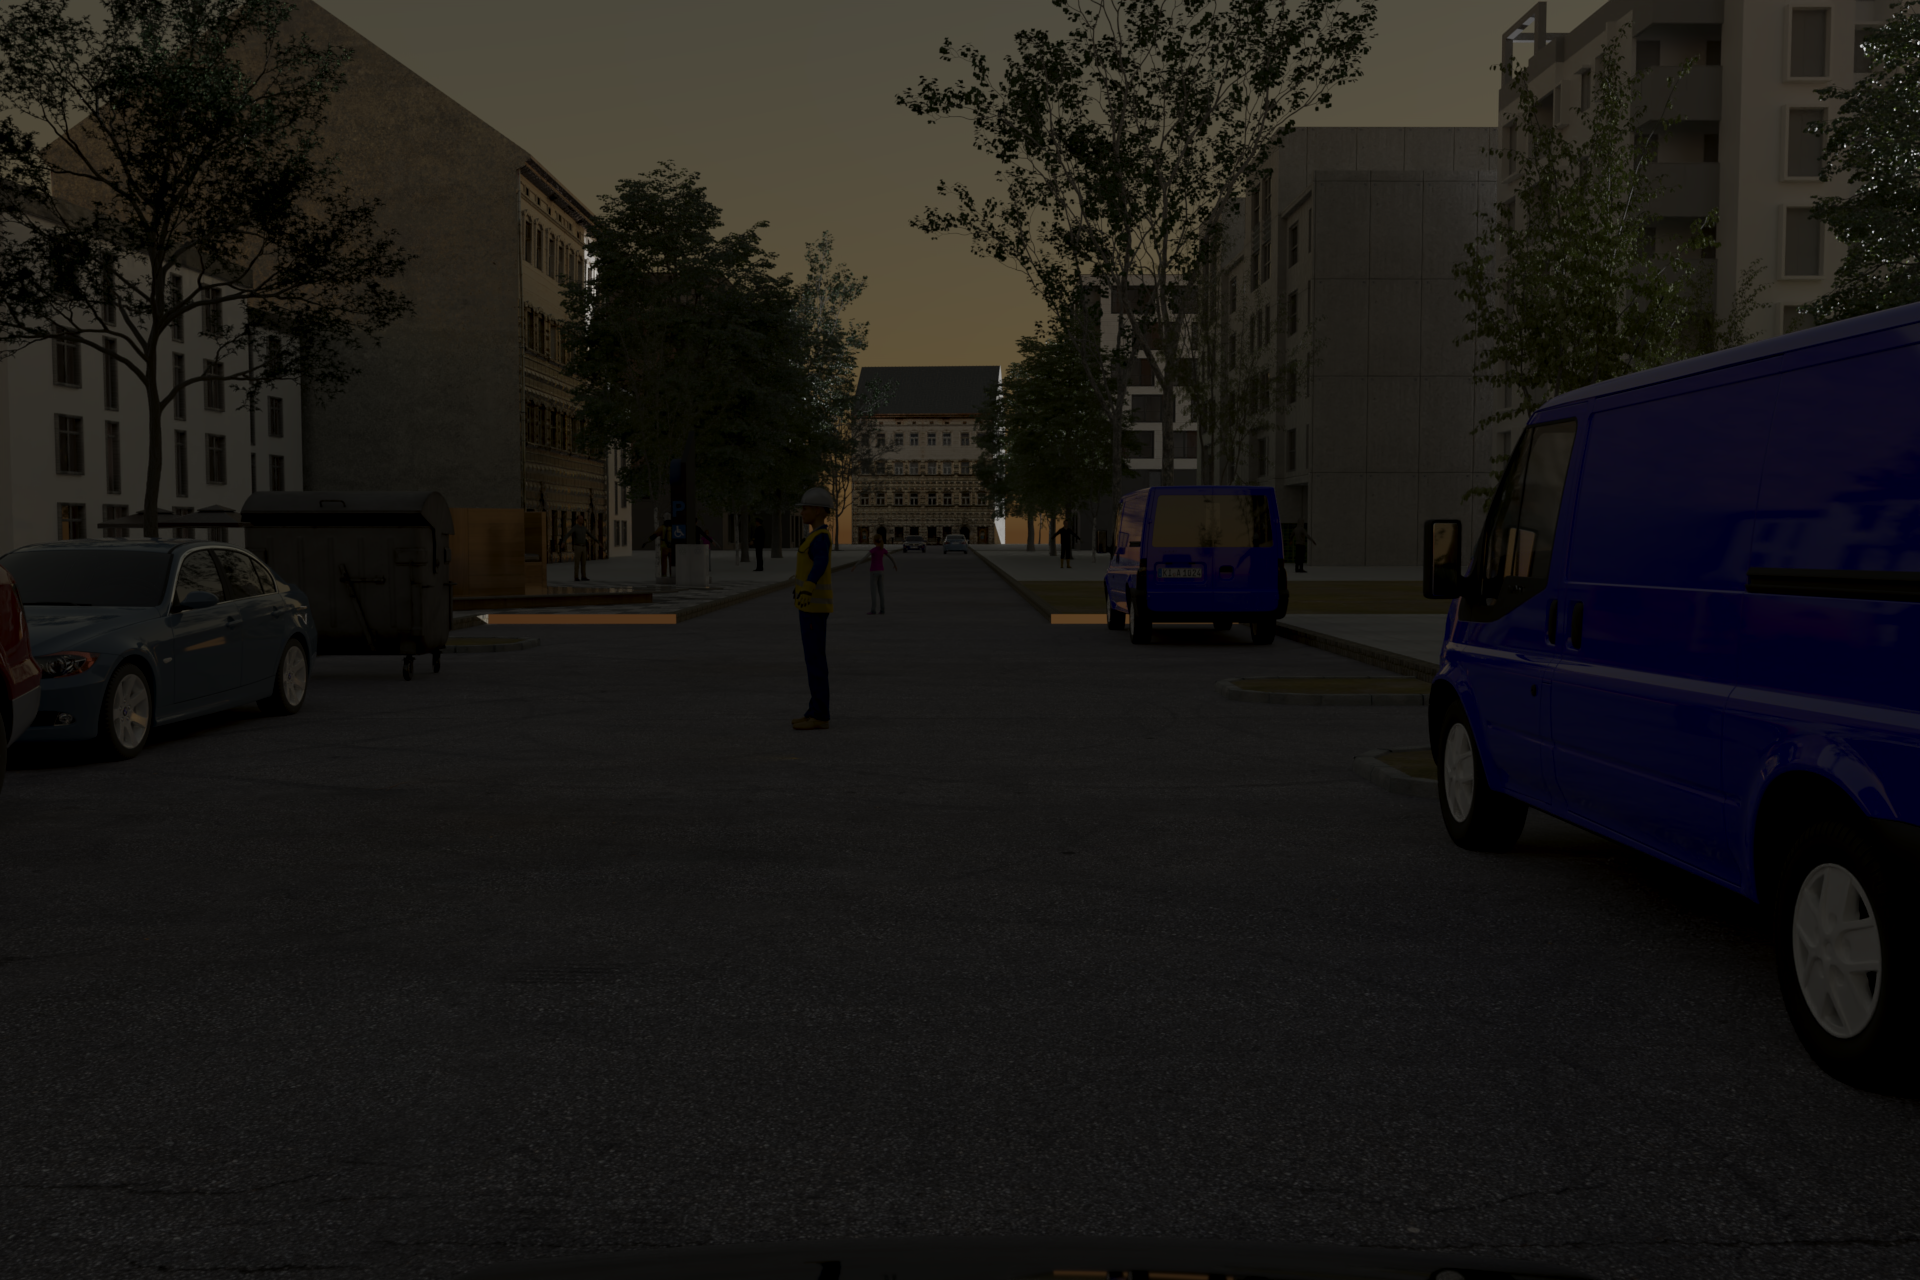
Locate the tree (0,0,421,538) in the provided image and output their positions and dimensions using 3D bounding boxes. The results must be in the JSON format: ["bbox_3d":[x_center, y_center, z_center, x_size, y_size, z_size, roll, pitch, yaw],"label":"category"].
[{"bbox_3d":[-11.417,-5.531,24.842,7.601,10.594,8.767,-2,4,-28],"label":"tree"}]

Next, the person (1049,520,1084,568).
[{"bbox_3d":[3.968,-3.600,64.995,1.346,1.812,0.704,-1,4,-13],"label":"person"}]

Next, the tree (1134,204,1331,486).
[{"bbox_3d":[5.586,-5.443,39.356,4.360,8.622,3.978,0,3,0],"label":"tree"}]

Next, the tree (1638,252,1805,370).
[{"bbox_3d":[20.218,-5.853,46.059,4.737,8.622,4.395,0,3,0],"label":"tree"}]

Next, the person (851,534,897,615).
[{"bbox_3d":[-1.508,-1.169,30.838,0.991,1.433,0.599,-3,4,-38],"label":"person"}]

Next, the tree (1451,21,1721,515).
[{"bbox_3d":[9.148,-4.623,25.946,4.737,8.622,4.395,0,3,0],"label":"tree"}]

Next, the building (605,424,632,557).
[{"bbox_3d":[-24.082,-9.874,103.579,9.099,9.664,28.070,0,4,-1],"label":"building"}]

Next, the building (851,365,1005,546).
[{"bbox_3d":[-3.778,-23.961,225.152,18.063,23.208,19.493,0,4,5],"label":"building"}]

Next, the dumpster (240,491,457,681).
[{"bbox_3d":[-6.111,-0.559,17.357,1.865,1.857,1.264,0,4,0],"label":"dumpster"}]

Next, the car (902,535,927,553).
[{"bbox_3d":[-3.504,-7.392,133.444,1.945,1.354,3.894,0,3,0],"label":"car"}]

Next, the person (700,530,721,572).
[{"bbox_3d":[-8.650,-3.047,59.086,0.991,1.433,0.599,-1,4,-13],"label":"person"}]

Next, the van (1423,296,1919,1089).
[{"bbox_3d":[3.198,-0.107,6.133,2.240,2.365,5.245,0,4,-1],"label":"van"}]

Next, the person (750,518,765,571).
[{"bbox_3d":[-6.954,-3.292,59.760,0.705,1.837,1.347,1,4,10],"label":"person"}]

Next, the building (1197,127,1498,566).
[{"bbox_3d":[22.136,-13.306,84.014,16.747,18.905,31.486,0,4,0],"label":"building"}]

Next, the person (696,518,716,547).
[{"bbox_3d":[-8.201,-2.900,53.602,1.347,1.806,0.705,1,4,20],"label":"person"}]

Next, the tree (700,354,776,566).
[{"bbox_3d":[-8.928,-7.340,70.375,4.360,8.622,3.978,0,3,0],"label":"tree"}]

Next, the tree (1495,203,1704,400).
[{"bbox_3d":[14.205,-5.410,38.821,4.737,8.622,4.395,0,3,0],"label":"tree"}]

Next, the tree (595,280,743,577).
[{"bbox_3d":[-8.979,-6.137,50.706,4.360,8.622,3.978,0,3,0],"label":"tree"}]

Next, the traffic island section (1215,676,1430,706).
[{"bbox_3d":[3.320,0.453,15.459,1.991,0.108,1.994,0,3,0],"label":"traffic island section"}]

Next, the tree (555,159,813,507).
[{"bbox_3d":[-9.398,-9.352,59.556,9.857,13.997,8.962,0,3,0],"label":"tree"}]

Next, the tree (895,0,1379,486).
[{"bbox_3d":[4.528,-11.836,49.404,12.611,20.169,13.585,0,3,0],"label":"tree"}]

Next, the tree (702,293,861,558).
[{"bbox_3d":[-9.907,-11.351,92.247,9.857,13.997,8.962,0,3,0],"label":"tree"}]

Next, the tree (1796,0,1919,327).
[{"bbox_3d":[22.598,-7.922,36.186,9.857,13.997,8.962,0,3,0],"label":"tree"}]

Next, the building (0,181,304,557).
[{"bbox_3d":[-26.960,-6.909,55.105,9.099,9.664,28.070,0,4,0],"label":"building"}]

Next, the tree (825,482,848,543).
[{"bbox_3d":[-16.767,-16.771,224.559,4.737,8.622,4.395,0,3,0],"label":"tree"}]

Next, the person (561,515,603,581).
[{"bbox_3d":[-10.388,-2.518,47.436,0.705,1.796,1.348,3,5,42],"label":"person"}]

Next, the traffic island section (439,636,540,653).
[{"bbox_3d":[-6.392,0.065,21.796,1.991,0.108,1.994,0,4,0],"label":"traffic island section"}]

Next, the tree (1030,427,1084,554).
[{"bbox_3d":[5.462,-9.690,108.800,4.360,8.622,3.978,0,3,0],"label":"tree"}]

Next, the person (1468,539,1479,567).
[{"bbox_3d":[5.327,-0.645,16.383,1.345,1.849,0.704,-1,4,-21],"label":"person"}]

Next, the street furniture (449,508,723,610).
[{"bbox_3d":[-11.021,-1.558,32.331,9.812,1.723,11.010,3,5,40],"label":"street furniture"}]

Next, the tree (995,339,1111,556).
[{"bbox_3d":[5.657,-11.156,100.525,7.486,12.596,7.792,0,3,0],"label":"tree"}]

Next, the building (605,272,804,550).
[{"bbox_3d":[-29.054,-18.818,151.654,27.936,21.610,32.646,0,4,0],"label":"building"}]

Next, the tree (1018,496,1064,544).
[{"bbox_3d":[10.338,-17.355,218.159,7.601,10.594,8.767,0,4,8],"label":"tree"}]

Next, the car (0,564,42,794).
[{"bbox_3d":[-5.675,0.126,6.610,2.281,1.827,5.304,0,4,0],"label":"car"}]

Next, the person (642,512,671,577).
[{"bbox_3d":[-7.786,-2.467,46.101,1.354,1.858,0.705,-2,4,-25],"label":"person"}]

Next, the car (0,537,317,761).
[{"bbox_3d":[-6.127,-0.028,12.467,2.014,1.417,4.499,0,4,0],"label":"car"}]

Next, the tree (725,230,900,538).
[{"bbox_3d":[-10.116,-15.558,110.265,12.611,20.169,13.585,0,3,0],"label":"tree"}]

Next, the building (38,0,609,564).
[{"bbox_3d":[-26.967,-15.117,78.099,19.493,23.208,18.063,0,4,-1],"label":"building"}]

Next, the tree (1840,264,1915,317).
[{"bbox_3d":[25.467,-5.893,46.716,4.737,8.622,4.395,0,3,0],"label":"tree"}]

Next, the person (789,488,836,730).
[{"bbox_3d":[-1.151,-0.237,12.796,0.721,1.772,1.216,0,4,-7],"label":"person"}]

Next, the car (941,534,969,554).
[{"bbox_3d":[-0.335,-6.893,124.697,2.014,1.417,4.499,0,4,-1],"label":"car"}]

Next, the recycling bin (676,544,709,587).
[{"bbox_3d":[-6.507,-1.809,42.136,0.722,1.027,0.722,0,4,-1],"label":"recycling bin"}]

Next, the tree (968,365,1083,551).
[{"bbox_3d":[5.162,-13.541,128.044,9.857,13.997,8.962,0,3,0],"label":"tree"}]

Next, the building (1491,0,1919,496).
[{"bbox_3d":[25.125,-12.648,63.221,16.016,20.090,11.380,0,4,0],"label":"building"}]

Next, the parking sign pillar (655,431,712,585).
[{"bbox_3d":[-7.120,-3.430,44.548,1.447,3.967,1.447,0,4,1],"label":"parking sign pillar"}]

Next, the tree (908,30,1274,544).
[{"bbox_3d":[4.743,-12.896,66.731,12.611,20.169,13.585,0,3,0],"label":"tree"}]

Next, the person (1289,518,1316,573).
[{"bbox_3d":[11.336,-3.146,57.570,0.705,1.813,1.348,-2,4,-27],"label":"person"}]

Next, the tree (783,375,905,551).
[{"bbox_3d":[-9.237,-13.507,131.206,12.009,13.543,11.850,0,3,0],"label":"tree"}]

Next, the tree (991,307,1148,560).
[{"bbox_3d":[5.462,-10.272,86.079,7.486,12.596,7.792,0,3,0],"label":"tree"}]

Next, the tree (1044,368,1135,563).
[{"bbox_3d":[5.994,-7.735,76.822,4.360,8.622,3.978,0,3,0],"label":"tree"}]

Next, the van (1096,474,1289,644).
[{"bbox_3d":[3.151,-1.211,24.186,2.240,2.365,5.245,0,3,0],"label":"van"}]

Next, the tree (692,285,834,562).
[{"bbox_3d":[-9.575,-9.806,78.462,7.486,12.596,7.792,0,3,0],"label":"tree"}]

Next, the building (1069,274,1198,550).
[{"bbox_3d":[23.381,-18.882,152.700,27.936,21.610,32.646,0,3,0],"label":"building"}]

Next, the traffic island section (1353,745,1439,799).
[{"bbox_3d":[3.369,0.782,10.086,1.991,0.108,1.994,0,4,-1],"label":"traffic island section"}]
